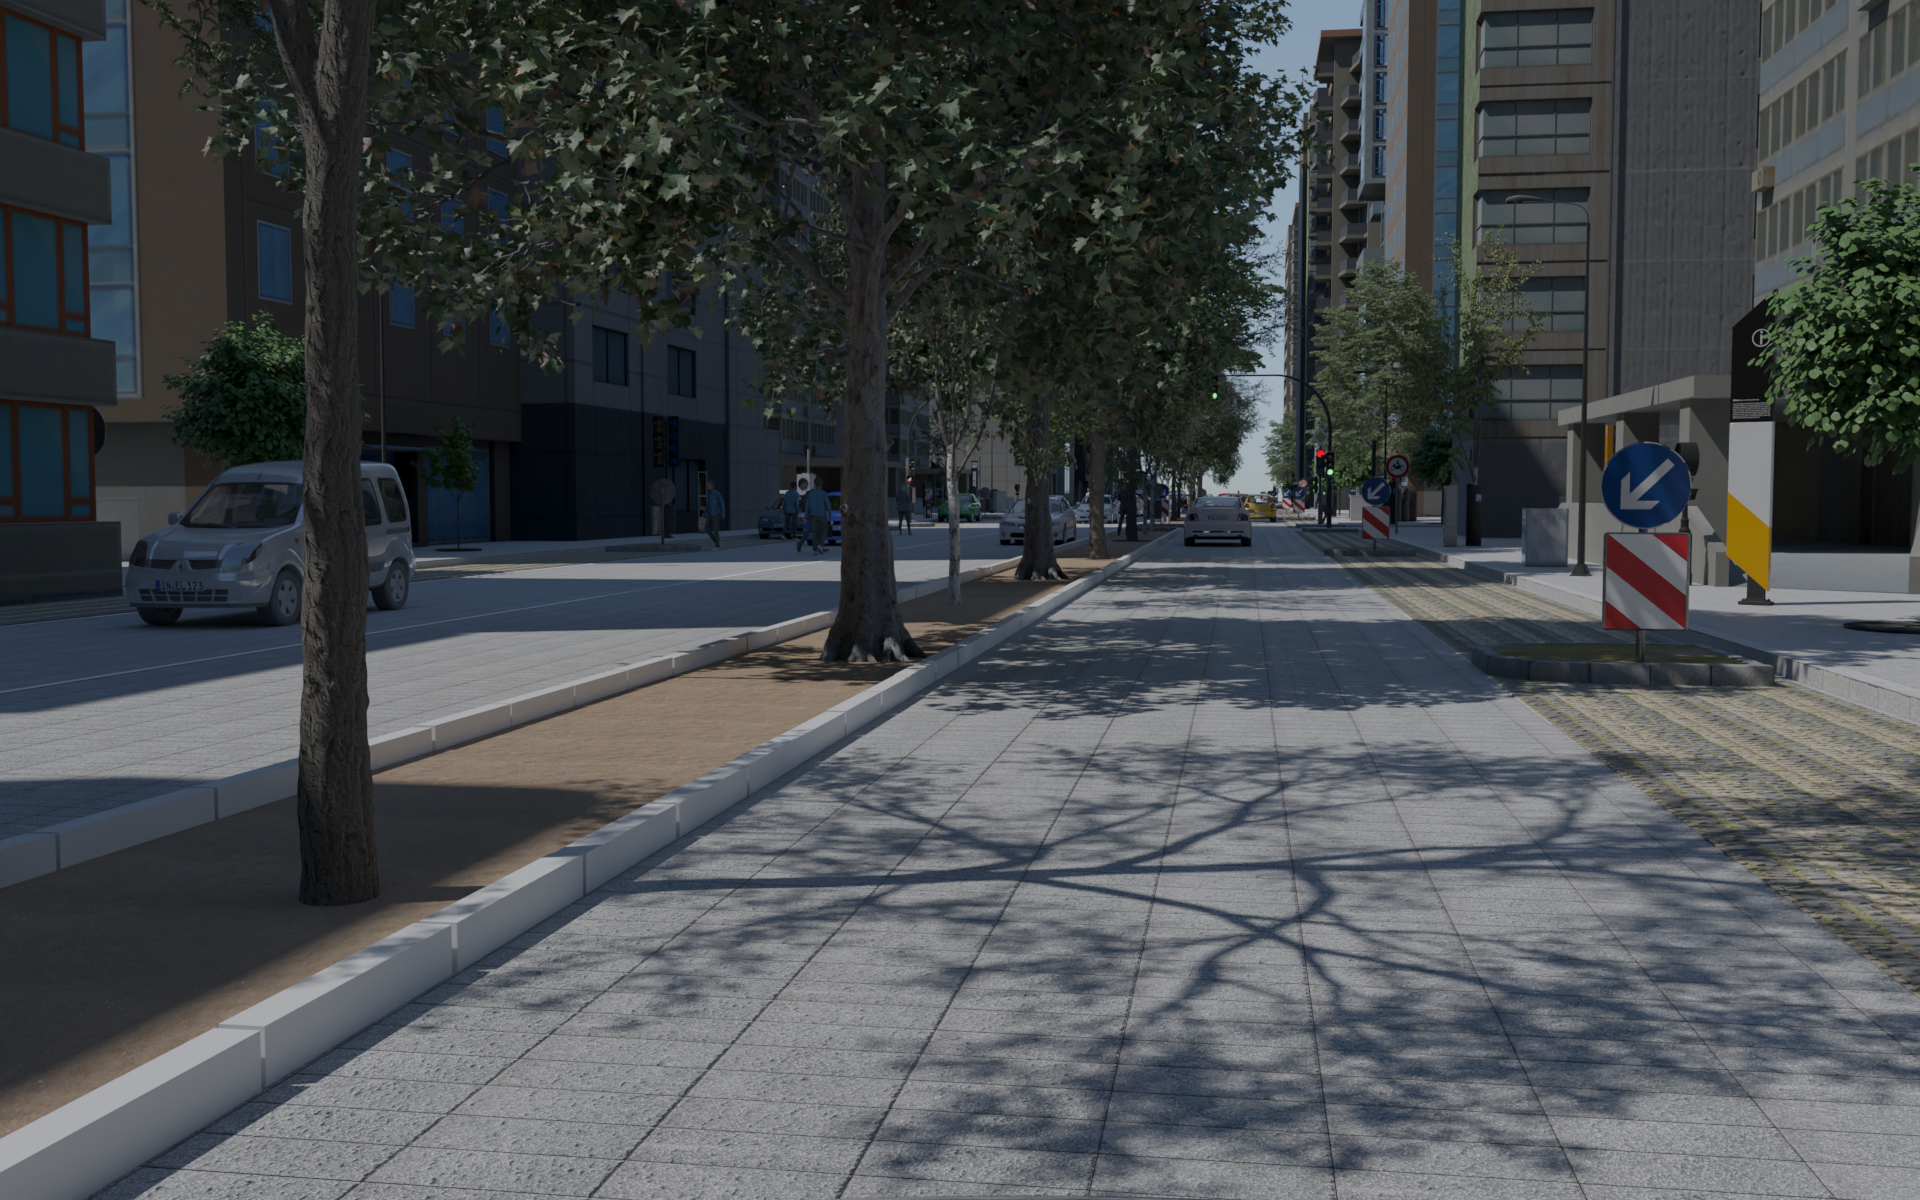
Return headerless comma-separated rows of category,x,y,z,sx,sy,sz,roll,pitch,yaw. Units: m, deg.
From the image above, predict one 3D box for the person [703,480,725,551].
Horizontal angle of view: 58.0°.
person,-6.181,-2.125,43.591,0.444,1.785,0.601,-3,5,-41

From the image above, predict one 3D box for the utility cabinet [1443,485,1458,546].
utility cabinet,12.039,-2.073,42.567,0.318,1.500,1.173,1,4,14

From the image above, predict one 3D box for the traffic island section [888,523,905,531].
traffic island section,-3.534,-2.821,68.403,2.009,0.180,2.903,1,4,9

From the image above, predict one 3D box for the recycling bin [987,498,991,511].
recycling bin,2.205,-6.822,124.094,0.722,1.027,0.722,2,4,30

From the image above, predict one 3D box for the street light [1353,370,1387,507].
street light,15.440,-5.661,65.103,1.470,5.913,1.316,1,4,9

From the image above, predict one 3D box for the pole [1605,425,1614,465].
pole,16.865,-3.132,45.051,0.158,3.312,0.155,0,3,0

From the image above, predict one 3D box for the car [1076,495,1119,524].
car,6.723,-4.430,84.436,2.014,1.417,4.499,1,4,10

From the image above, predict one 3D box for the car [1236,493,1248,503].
car,19.389,-6.802,120.252,2.155,1.783,4.494,1,4,9

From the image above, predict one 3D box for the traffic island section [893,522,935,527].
traffic island section,-2.245,-3.303,76.284,2.009,0.180,2.903,1,4,9

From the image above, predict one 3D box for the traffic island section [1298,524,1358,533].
traffic island section,13.975,-2.646,65.545,2.009,0.180,2.903,1,4,9

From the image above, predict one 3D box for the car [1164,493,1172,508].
car,18.041,-8.742,152.524,1.945,1.707,3.694,1,4,9

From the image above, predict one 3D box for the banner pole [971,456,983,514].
banner pole,1.099,-7.589,114.098,0.863,3.779,0.401,1,4,23

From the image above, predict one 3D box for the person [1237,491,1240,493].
person,31.288,-11.402,194.864,0.705,1.831,1.348,0,4,4

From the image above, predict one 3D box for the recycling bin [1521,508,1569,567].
recycling bin,10.421,-1.119,30.857,0.722,1.027,0.722,1,4,12

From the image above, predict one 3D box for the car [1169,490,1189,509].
car,20.489,-9.467,163.452,2.281,1.827,5.304,1,4,9

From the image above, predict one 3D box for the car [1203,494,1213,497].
car,43.470,-17.890,302.286,2.009,1.686,4.222,1,4,10

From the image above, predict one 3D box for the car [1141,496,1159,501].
car,14.411,-7.378,130.423,2.009,1.686,4.222,1,4,11

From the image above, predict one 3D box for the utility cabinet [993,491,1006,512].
utility cabinet,2.793,-6.971,122.657,0.318,1.500,1.173,3,4,37

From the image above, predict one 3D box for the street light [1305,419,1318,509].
street light,22.352,-8.274,107.816,1.470,5.913,1.316,1,4,9

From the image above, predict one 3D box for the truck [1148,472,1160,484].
truck,23.088,-13.460,209.829,2.967,4.110,18.799,1,4,9

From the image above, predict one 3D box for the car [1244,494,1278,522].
car,15.424,-4.843,89.411,2.015,1.641,3.980,0,4,8

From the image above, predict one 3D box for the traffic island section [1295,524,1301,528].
traffic island section,15.264,-3.128,73.425,2.009,0.180,2.903,1,4,9

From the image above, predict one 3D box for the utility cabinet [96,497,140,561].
utility cabinet,-16.166,-1.335,32.986,0.306,1.237,1.020,2,4,28

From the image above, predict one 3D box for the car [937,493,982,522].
car,-0.008,-4.904,88.984,1.959,1.807,4.718,1,4,9

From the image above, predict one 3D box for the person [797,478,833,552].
person,-3.575,-2.082,42.499,0.822,1.834,0.622,2,4,27

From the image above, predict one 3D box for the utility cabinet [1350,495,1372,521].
utility cabinet,19.214,-4.391,82.948,1.020,1.237,0.306,0,4,2

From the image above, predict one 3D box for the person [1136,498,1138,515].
person,10.533,-5.580,104.754,0.505,1.210,0.382,3,5,44

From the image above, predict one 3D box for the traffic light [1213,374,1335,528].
traffic light,11.858,-5.564,65.633,4.771,5.953,1.251,1,4,9

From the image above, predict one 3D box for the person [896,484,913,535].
person,-1.971,-3.172,60.542,0.537,1.800,0.526,2,4,32

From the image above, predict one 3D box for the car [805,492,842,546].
car,-3.240,-2.424,49.230,1.945,1.707,3.694,1,4,9

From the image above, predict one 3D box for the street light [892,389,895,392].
street light,-3.564,-6.372,76.724,1.470,5.913,1.316,1,4,9

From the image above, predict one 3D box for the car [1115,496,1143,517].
car,10.594,-5.947,109.594,2.083,1.381,4.827,1,4,11

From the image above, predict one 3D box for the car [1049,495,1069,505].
car,5.386,-5.504,102.347,2.083,1.381,4.827,1,4,10

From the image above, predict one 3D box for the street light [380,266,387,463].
street light,-10.626,-3.724,33.428,1.470,5.913,1.316,1,4,9

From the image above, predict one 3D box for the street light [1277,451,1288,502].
street light,34.898,-12.978,184.732,1.470,5.913,1.316,1,4,9

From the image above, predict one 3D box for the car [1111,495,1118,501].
car,17.313,-11.095,193.982,1.945,1.354,3.894,1,4,9

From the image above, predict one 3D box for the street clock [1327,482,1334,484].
street clock,21.535,-5.878,100.668,0.471,2.002,0.358,-3,5,-41

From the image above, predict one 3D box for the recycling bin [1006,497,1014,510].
recycling bin,3.930,-7.858,141.026,0.722,1.027,0.722,3,5,44

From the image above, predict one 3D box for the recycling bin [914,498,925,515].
recycling bin,-2.488,-5.883,108.737,0.722,1.027,0.722,1,4,9

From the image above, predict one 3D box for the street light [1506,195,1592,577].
street light,9.188,-3.333,27.037,1.470,5.913,1.316,1,4,9

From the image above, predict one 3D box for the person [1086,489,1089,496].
person,8.453,-6.395,113.291,0.478,1.798,0.641,1,4,23

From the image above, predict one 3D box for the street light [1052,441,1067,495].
street light,8.659,-10.969,151.876,1.470,5.913,1.316,1,4,9

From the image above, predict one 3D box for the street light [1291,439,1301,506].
street light,28.772,-10.659,146.819,1.470,5.913,1.316,1,4,9

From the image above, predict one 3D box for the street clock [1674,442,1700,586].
street clock,10.150,-1.203,24.247,0.358,2.002,0.471,0,4,8

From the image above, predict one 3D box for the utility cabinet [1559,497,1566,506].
utility cabinet,15.296,-1.937,42.824,1.020,1.237,0.306,-2,4,-25

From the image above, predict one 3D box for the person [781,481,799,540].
person,-5.216,-2.730,53.161,0.660,1.820,0.620,2,4,28

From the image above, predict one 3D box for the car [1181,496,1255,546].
car,7.292,-2.238,48.958,2.083,1.381,4.827,1,4,9

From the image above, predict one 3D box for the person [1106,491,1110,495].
person,16.079,-10.945,188.129,1.217,1.739,0.721,0,4,-5

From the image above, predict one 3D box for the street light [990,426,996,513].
street light,2.660,-8.713,115.004,1.470,5.913,1.316,1,4,9

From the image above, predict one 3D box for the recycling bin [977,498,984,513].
recycling bin,1.146,-6.476,118.434,0.722,1.027,0.722,-3,5,-44

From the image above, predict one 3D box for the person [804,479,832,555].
person,-3.350,-1.961,40.902,0.601,1.785,0.444,1,4,13

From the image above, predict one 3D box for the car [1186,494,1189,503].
car,24.267,-11.052,189.499,1.959,1.807,4.718,1,4,9

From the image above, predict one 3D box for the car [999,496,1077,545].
car,2.303,-2.315,50.207,2.083,1.381,4.827,1,4,10

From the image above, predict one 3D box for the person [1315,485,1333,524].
person,16.079,-4.153,76.528,0.709,1.813,0.853,-1,4,-17

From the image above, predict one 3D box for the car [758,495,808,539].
car,-5.255,-2.720,56.472,2.014,1.417,4.499,1,4,9

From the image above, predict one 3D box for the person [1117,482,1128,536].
person,5.661,-3.113,59.207,0.655,1.846,0.447,2,4,30

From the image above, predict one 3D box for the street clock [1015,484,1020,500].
street clock,4.198,-7.468,126.678,0.358,2.002,0.471,2,4,30

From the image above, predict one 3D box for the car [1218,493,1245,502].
car,16.658,-6.020,107.460,2.155,1.783,4.494,0,4,8
